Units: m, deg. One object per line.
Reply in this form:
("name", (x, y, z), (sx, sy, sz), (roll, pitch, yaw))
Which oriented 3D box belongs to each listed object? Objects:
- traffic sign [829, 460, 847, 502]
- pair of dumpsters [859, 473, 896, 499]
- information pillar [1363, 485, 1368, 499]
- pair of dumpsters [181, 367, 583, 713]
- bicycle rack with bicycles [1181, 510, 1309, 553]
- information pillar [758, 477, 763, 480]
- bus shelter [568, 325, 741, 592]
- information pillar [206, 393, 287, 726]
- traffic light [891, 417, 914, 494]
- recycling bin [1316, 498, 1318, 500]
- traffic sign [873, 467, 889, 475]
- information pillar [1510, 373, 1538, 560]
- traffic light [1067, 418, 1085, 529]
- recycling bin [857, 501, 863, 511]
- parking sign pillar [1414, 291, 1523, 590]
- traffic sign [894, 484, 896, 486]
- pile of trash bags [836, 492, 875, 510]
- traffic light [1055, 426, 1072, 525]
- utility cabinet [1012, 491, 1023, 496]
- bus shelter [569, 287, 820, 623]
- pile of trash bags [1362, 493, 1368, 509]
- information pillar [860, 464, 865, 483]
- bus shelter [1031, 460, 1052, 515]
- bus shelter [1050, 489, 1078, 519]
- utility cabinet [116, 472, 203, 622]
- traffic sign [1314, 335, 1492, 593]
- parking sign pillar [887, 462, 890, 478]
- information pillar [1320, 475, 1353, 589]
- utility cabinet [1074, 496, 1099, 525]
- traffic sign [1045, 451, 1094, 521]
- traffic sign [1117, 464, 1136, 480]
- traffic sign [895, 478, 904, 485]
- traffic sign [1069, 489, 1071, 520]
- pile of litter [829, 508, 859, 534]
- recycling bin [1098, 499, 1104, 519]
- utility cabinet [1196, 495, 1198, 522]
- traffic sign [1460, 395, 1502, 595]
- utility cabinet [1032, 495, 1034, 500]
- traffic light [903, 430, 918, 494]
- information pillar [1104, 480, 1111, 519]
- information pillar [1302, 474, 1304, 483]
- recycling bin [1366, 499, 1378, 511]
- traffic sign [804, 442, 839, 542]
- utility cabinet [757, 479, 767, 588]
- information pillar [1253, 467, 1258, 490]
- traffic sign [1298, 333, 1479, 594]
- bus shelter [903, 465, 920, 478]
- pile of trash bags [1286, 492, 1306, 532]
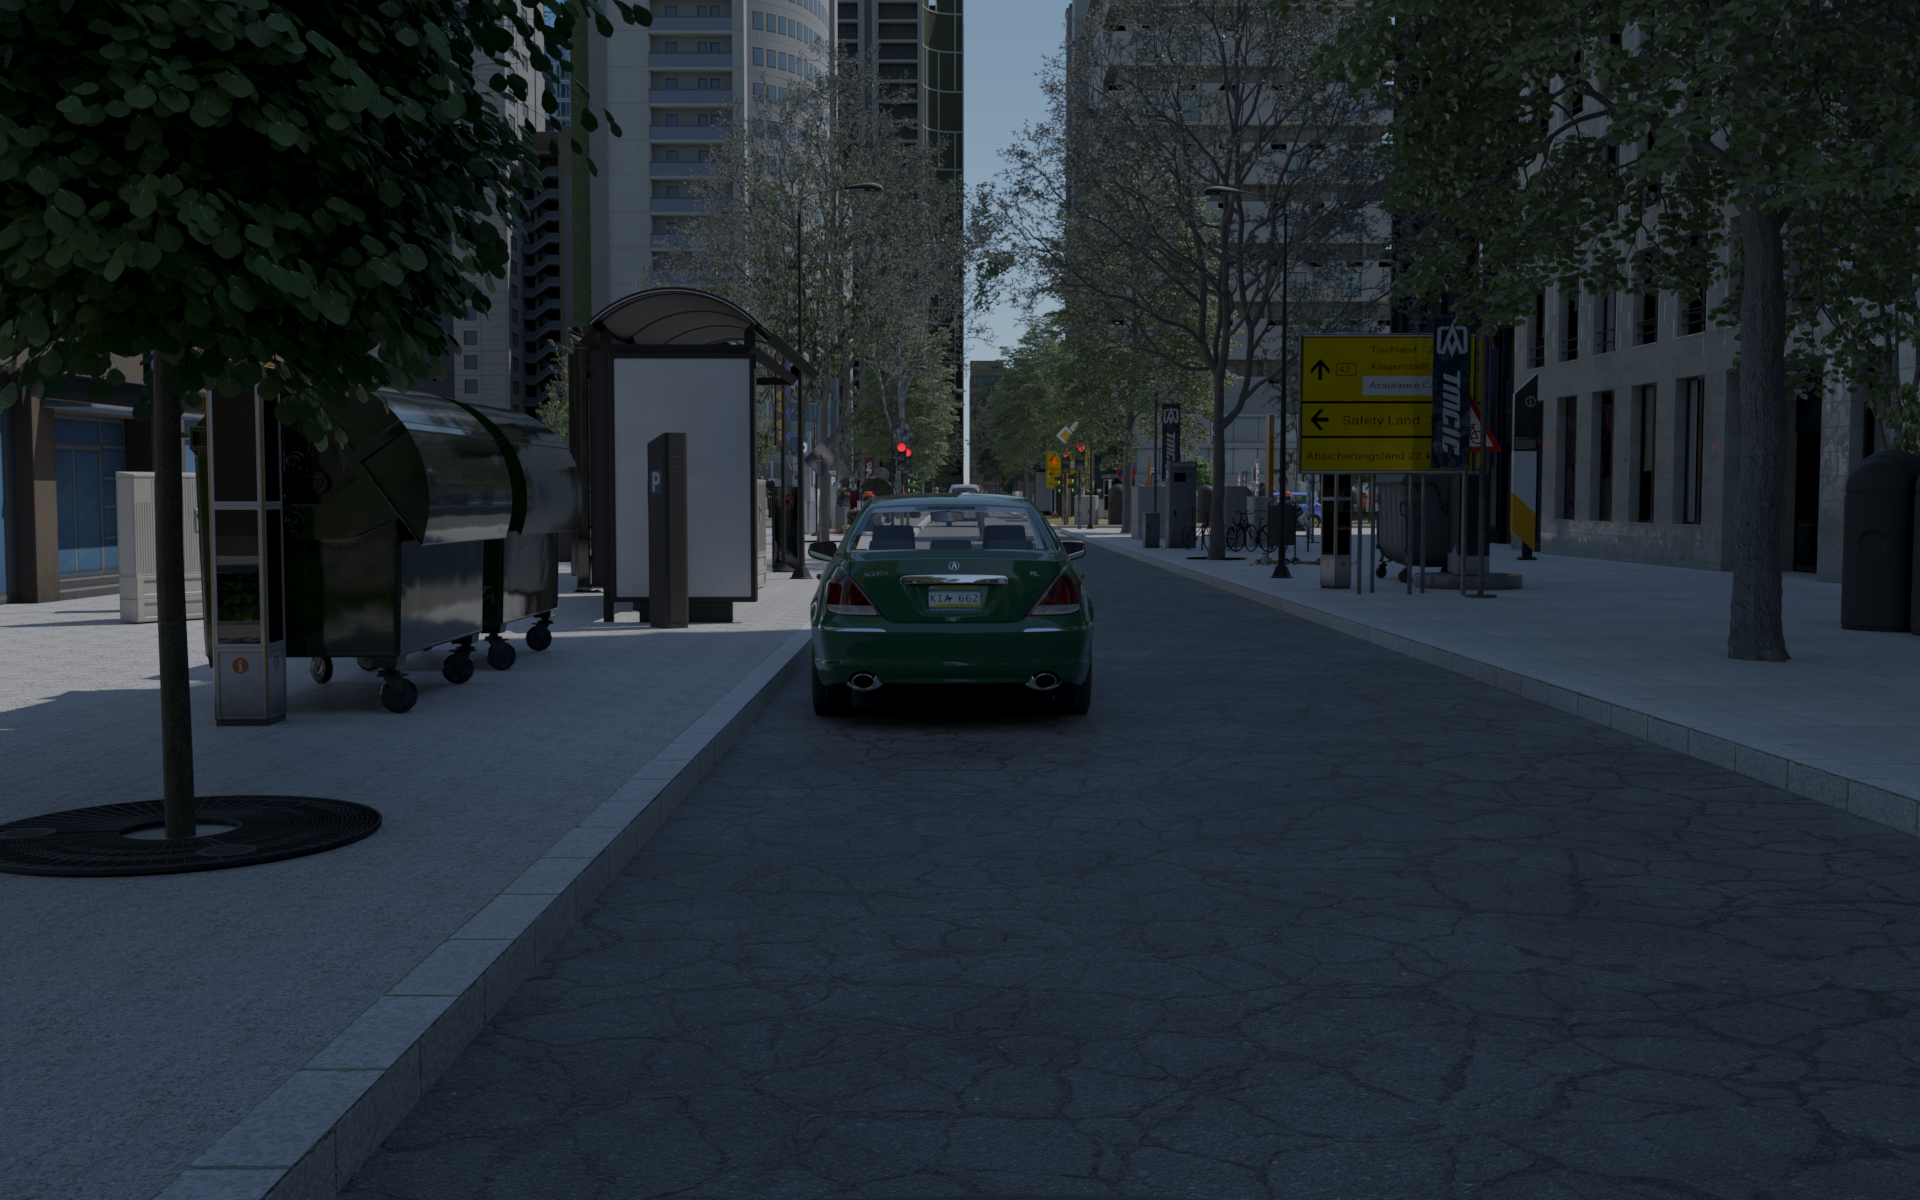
("traffic sign", (-4.526, -3.862, 63.251), (0.768, 2.556, 0.104), (0, 4, 5))
("pair of dumpsters", (-3.696, -4.584, 77.435), (1.574, 2.255, 4.437), (0, 4, 0))
("information pillar", (30.399, -8.484, 130.069), (0.504, 3.616, 0.183), (0, 4, -5))
("pair of dumpsters", (-3.834, -0.585, 12.060), (1.574, 2.255, 4.437), (0, 4, 0))
("bicycle rack with bicycles", (6.567, -1.562, 38.915), (2.852, 0.926, 2.925), (-1, 4, -15))
("information pillar", (-8.412, -4.164, 72.576), (0.304, 2.012, 0.304), (0, 4, 5))
("bus shelter", (-4.276, -2.103, 25.660), (1.731, 3.624, 6.357), (0, 4, 0))
("information pillar", (-3.972, -0.316, 9.651), (0.304, 2.012, 0.304), (0, 4, -2))
("traffic light", (-2.102, -4.550, 63.310), (0.839, 4.253, 0.868), (0, 4, 0))
("recycling bin", (22.674, -6.049, 111.454), (0.722, 1.027, 0.722), (2, 4, 26))
("traffic sign", (-3.702, -4.969, 81.354), (0.768, 2.556, 0.104), (0, 4, 6))
("information pillar", (10.936, -2.580, 33.539), (0.504, 3.616, 0.183), (-1, 4, -8))
("traffic light", (4.359, -4.552, 63.352), (0.839, 4.253, 0.868), (0, 4, 0))
("recycling bin", (-3.325, -3.140, 63.886), (0.722, 1.027, 0.722), (-2, 4, -29))
("parking sign pillar", (6.993, -2.157, 23.738), (1.447, 3.967, 1.447), (1, 4, 10))
("traffic sign", (-4.672, -8.044, 131.631), (0.768, 2.556, 0.104), (0, 4, 3))
("pile of trash bags", (-5.227, -5.398, 98.010), (3.447, 1.369, 1.912), (2, 4, 31))
("traffic light", (4.326, -5.041, 71.337), (0.839, 4.253, 0.868), (0, 4, 0))
("utility cabinet", (4.780, -8.296, 144.316), (0.318, 1.500, 1.173), (2, 4, 34))
("bus shelter", (-2.814, -1.578, 19.720), (2.014, 3.302, 5.546), (0, 4, 0))
("pile of trash bags", (22.597, -5.722, 103.302), (3.447, 1.369, 1.912), (0, 4, 5))
("information pillar", (-6.826, -8.028, 122.615), (0.504, 3.616, 0.183), (2, 4, 29))
("bus shelter", (5.295, -6.628, 102.296), (2.014, 3.302, 5.546), (0, 4, 0))
("bus shelter", (5.887, -7.156, 94.628), (2.179, 5.291, 8.768), (0, 3, 0))
("utility cabinet", (-7.892, -0.543, 17.556), (0.318, 1.500, 1.173), (2, 4, 32))
("traffic sign", (5.668, -1.741, 22.343), (2.265, 3.308, 0.079), (0, 4, 3))
("parking sign pillar", (-5.990, -9.090, 137.093), (1.447, 3.967, 1.447), (0, 4, -7))
("information pillar", (5.110, -1.163, 23.507), (0.304, 2.012, 0.304), (-2, 4, -31))
("utility cabinet", (5.291, -3.756, 72.578), (1.020, 1.237, 0.306), (2, 4, 35))
("traffic sign", (5.139, -5.339, 81.166), (2.265, 3.308, 0.079), (0, 4, 2))
("traffic sign", (6.858, -4.359, 71.375), (0.768, 2.556, 0.104), (0, 4, 3))
("traffic sign", (-4.330, -7.554, 123.609), (0.768, 2.556, 0.104), (0, 4, 6))
("traffic sign", (5.529, -5.323, 87.039), (0.884, 2.594, 0.081), (0, 4, 6))
("pile of litter", (-3.640, -2.541, 55.514), (1.176, 0.858, 1.719), (0, 4, -7))
("recycling bin", (7.313, -4.712, 89.599), (0.722, 1.027, 0.722), (2, 4, 31))
("utility cabinet", (10.588, -4.135, 78.769), (0.306, 1.237, 1.020), (-1, 4, -10))
("traffic sign", (6.380, -1.339, 21.893), (0.884, 2.594, 0.081), (0, 4, 2))
("utility cabinet", (6.512, -8.147, 144.365), (1.020, 1.237, 0.306), (-2, 4, -31))
("traffic light", (-2.135, -5.038, 71.295), (0.839, 4.253, 0.868), (0, 4, 0))
("information pillar", (7.522, -5.132, 88.395), (0.304, 2.012, 0.304), (2, 4, 25))
("information pillar", (26.864, -8.825, 135.636), (0.183, 3.616, 0.504), (0, 4, -4))
("recycling bin", (23.205, -5.177, 97.203), (0.722, 1.027, 0.722), (0, 4, 5))
("traffic sign", (-3.092, -2.283, 38.516), (0.795, 2.450, 0.064), (0, 4, 5))
("utility cabinet", (-2.843, -0.894, 23.293), (0.318, 1.500, 1.173), (0, 4, 4))
("information pillar", (23.270, -8.855, 136.133), (0.504, 3.616, 0.183), (-2, 4, -35))
("traffic sign", (5.425, -1.722, 22.033), (2.265, 3.308, 0.079), (0, 4, 0))
("bus shelter", (-4.023, -8.901, 136.814), (1.731, 3.624, 6.357), (0, 4, 0))
("pile of trash bags", (11.275, -3.114, 60.660), (1.912, 1.369, 3.447), (1, 4, 15))
